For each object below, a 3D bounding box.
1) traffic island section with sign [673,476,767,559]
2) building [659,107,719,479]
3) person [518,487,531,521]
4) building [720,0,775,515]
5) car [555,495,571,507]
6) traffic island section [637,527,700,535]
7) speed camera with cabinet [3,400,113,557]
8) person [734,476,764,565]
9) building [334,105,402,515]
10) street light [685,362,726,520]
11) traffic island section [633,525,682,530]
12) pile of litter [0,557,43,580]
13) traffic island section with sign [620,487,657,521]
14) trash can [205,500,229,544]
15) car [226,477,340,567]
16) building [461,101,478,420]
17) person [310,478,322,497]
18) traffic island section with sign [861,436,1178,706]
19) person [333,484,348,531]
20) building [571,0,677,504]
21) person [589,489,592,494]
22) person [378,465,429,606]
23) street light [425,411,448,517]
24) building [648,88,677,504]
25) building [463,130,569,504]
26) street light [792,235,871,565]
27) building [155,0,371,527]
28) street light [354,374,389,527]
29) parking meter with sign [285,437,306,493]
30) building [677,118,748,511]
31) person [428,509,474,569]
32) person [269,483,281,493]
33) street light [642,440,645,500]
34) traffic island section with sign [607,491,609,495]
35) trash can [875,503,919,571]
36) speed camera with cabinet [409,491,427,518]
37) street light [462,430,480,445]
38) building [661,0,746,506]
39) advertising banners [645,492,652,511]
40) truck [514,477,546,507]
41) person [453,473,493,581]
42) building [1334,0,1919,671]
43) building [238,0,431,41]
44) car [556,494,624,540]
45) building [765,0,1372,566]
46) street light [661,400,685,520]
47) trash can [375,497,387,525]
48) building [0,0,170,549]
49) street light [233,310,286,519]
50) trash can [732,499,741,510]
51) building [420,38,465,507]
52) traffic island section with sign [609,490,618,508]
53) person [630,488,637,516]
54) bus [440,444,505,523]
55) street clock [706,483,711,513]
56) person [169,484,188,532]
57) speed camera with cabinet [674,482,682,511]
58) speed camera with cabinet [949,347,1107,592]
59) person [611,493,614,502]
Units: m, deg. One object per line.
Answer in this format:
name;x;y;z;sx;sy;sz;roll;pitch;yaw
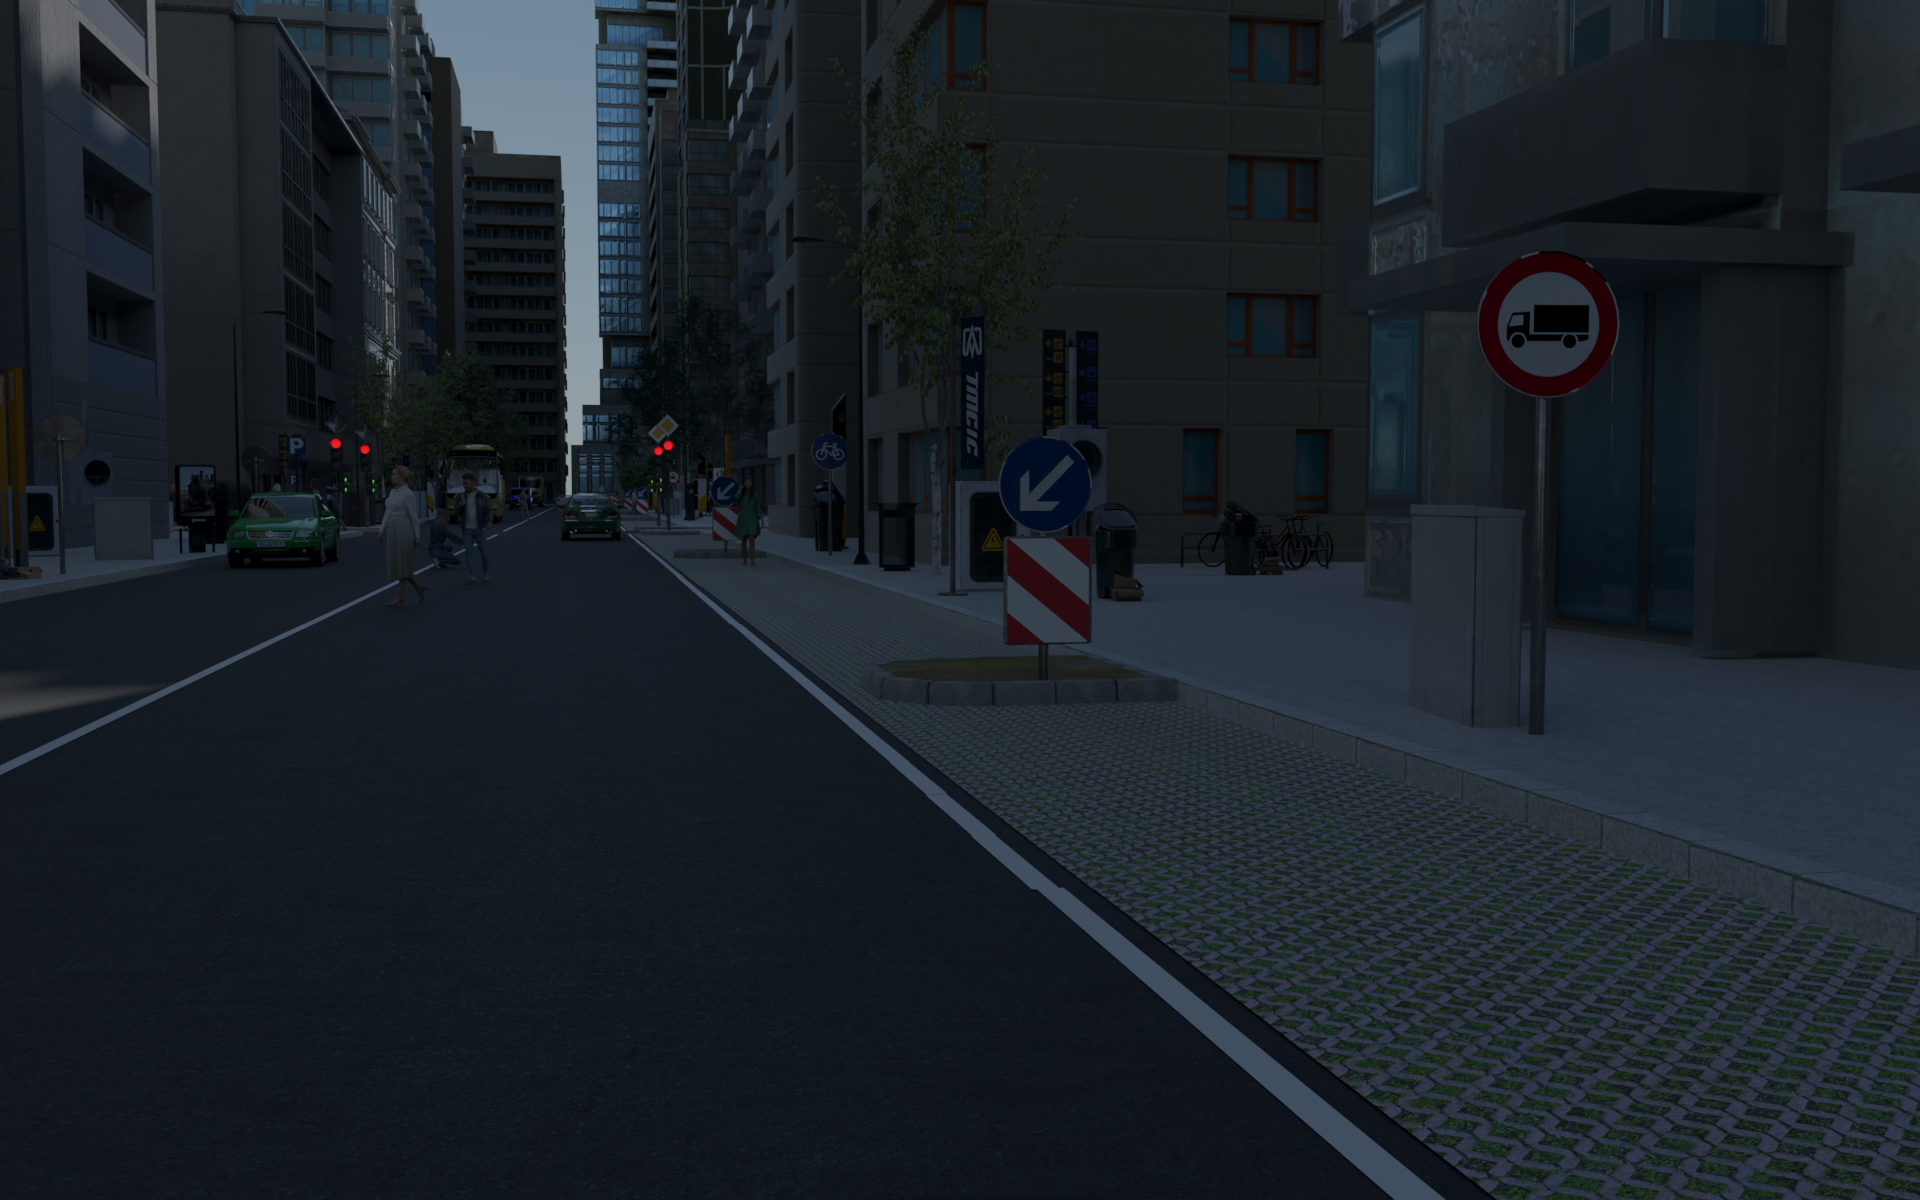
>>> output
traffic island section with sign;-5.454;-1.864;39.099;1.989;1.847;2.006;-1;4;-12
building;-25.332;-30.835;187.741;14.154;41.232;14.086;-1;4;-12
person;-23.022;-5.061;91.582;0.599;1.781;0.374;1;4;21
building;-2.695;-29.928;108.924;23.786;49.044;30.456;-1;4;-12
car;-40.336;-10.060;176.848;2.083;1.381;4.827;-1;4;-14
traffic island section;-10.253;-2.375;61.108;2.009;0.180;2.903;-1;4;-12
speed camera with cabinet;-18.688;-2.541;35.873;0.660;3.252;2.038;3;4;38
person;-4.231;-1.585;34.666;0.600;1.795;0.529;-1;4;-15
building;-42.451;-19.012;108.110;12.463;27.353;25.104;-1;4;-12
street light;-8.851;-5.427;61.266;1.470;5.913;1.316;-1;4;-12
traffic island section;-11.956;-2.852;68.910;2.009;0.180;2.903;-1;4;-12
pile of litter;-14.700;-0.767;26.506;1.176;0.858;1.719;-2;4;-32
traffic island section with sign;-17.200;-5.157;92.947;1.989;1.847;2.006;-1;4;-12
trash can;-19.211;-2.018;44.645;0.748;1.137;0.748;0;3;0
car;-13.810;-1.630;35.443;1.959;1.807;4.718;-1;4;-14
building;-70.343;-35.174;194.709;30.456;49.044;23.786;-1;4;-12
person;-16.204;-2.136;43.428;0.388;1.821;0.555;-2;4;-33
traffic island section with sign;0.324;-0.244;12.617;1.989;1.847;2.006;-1;4;-12
person;-23.150;-3.404;64.252;0.767;1.812;0.694;0;4;3
building;-37.938;-56.579;237.729;31.000;86.520;22.319;-1;4;-12
person;-29.682;-8.016;139.576;0.388;1.821;0.555;0;4;-4
person;-7.158;-0.832;22.334;0.641;1.798;0.478;-3;5;-43
street light;-29.156;-7.573;96.367;1.470;5.913;1.316;-1;4;-12
building;-25.630;-35.595;205.680;21.300;48.544;21.600;-1;4;-12
building;-64.199;-37.304;233.619;21.600;48.544;21.300;-1;4;-12
street light;-2.329;-3.597;31.356;1.470;5.913;1.316;-1;4;-12
building;-36.990;-16.033;81.203;14.314;24.678;30.058;-1;4;-12
street light;-22.735;-5.772;66.921;1.470;5.913;1.316;-1;4;-12
parking meter with sign;-20.637;-3.513;53.699;0.543;3.016;1.738;-2;4;-26
building;-14.923;-22.389;137.766;14.160;30.474;14.107;-1;4;-12
person;-10.000;-1.199;33.598;0.738;1.151;1.012;-3;5;-41
person;-23.784;-3.152;60.226;0.537;1.800;0.526;-1;4;-15
street light;-20.252;-8.621;113.501;1.470;5.913;1.316;-1;4;-12
traffic island section with sign;-33.668;-9.768;168.331;1.989;1.847;2.006;-1;4;-12
trash can;-1.052;-1.055;28.906;0.748;1.137;0.748;0;3;0
speed camera with cabinet;-30.270;-6.140;94.723;2.038;3.252;0.660;-1;4;-9
street light;-35.454;-9.349;125.399;1.470;5.913;1.316;-1;4;-12
building;-18.981;-44.731;169.603;20.563;71.187;20.611;-1;4;-12
advertising banners;-24.112;-8.481;134.849;0.090;3.025;2.074;-2;4;-34
truck;-48.046;-12.125;194.160;3.469;3.379;9.791;-1;4;-12
person;-8.004;-1.202;28.494;0.623;1.781;0.721;-1;4;-19
building;17.036;-23.849;9.536;23.786;49.044;30.456;-1;4;-12
building;-57.875;-32.478;150.620;23.786;49.044;30.456;-1;4;-12
car;-11.748;-2.648;55.086;2.131;1.459;4.920;-1;4;-12
building;10.040;-12.373;47.344;27.650;21.520;28.899;-1;4;-12
street light;-13.868;-6.831;84.230;1.470;5.913;1.316;-1;4;-12
trash can;-24.460;-3.740;72.799;0.748;1.137;0.748;0;3;0
building;-35.803;-30.547;41.445;28.212;58.520;21.231;-1;4;-12
street light;-17.658;-4.350;43.662;1.470;5.913;1.316;-1;4;-12
trash can;-10.064;-4.107;78.797;0.748;1.137;0.748;0;3;0
building;-57.355;-32.021;173.656;14.600;45.320;14.200;-1;4;-12
traffic island section with sign;-23.036;-6.791;119.657;1.989;1.847;2.006;-1;4;-12
person;-20.858;-6.240;110.747;0.641;1.798;0.478;3;4;36
bus;-24.791;-5.950;88.837;2.896;3.916;12.252;-1;4;-13
street clock;-17.039;-6.884;117.130;0.358;2.002;0.471;3;5;45
person;-28.242;-3.333;63.217;1.509;1.804;0.699;0;4;-7
speed camera with cabinet;-21.389;-8.381;131.363;0.660;3.252;2.038;0;4;-7
speed camera with cabinet;0.905;-1.758;23.085;2.038;3.252;0.660;-1;4;-15
person;-27.148;-7.594;135.257;0.503;1.515;0.523;2;4;32
